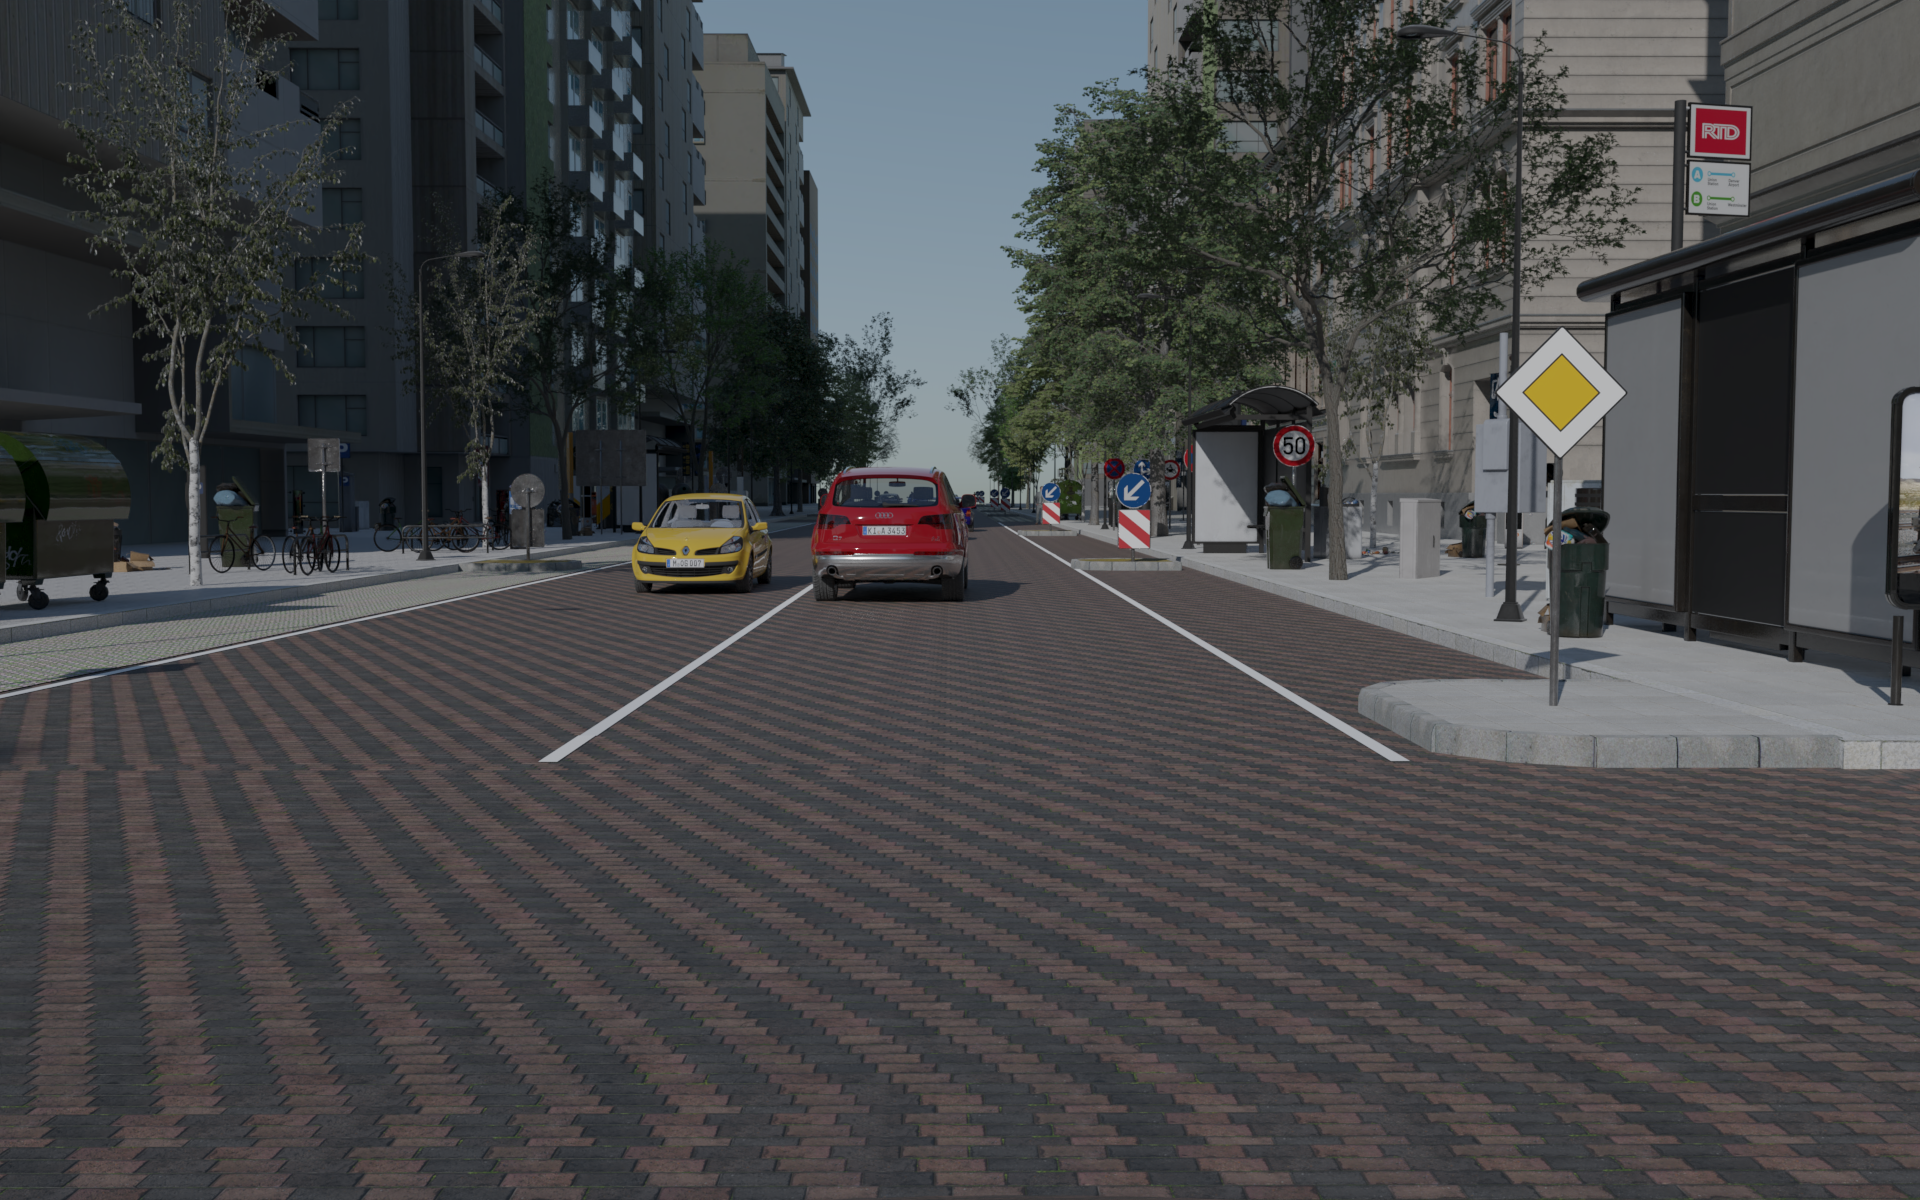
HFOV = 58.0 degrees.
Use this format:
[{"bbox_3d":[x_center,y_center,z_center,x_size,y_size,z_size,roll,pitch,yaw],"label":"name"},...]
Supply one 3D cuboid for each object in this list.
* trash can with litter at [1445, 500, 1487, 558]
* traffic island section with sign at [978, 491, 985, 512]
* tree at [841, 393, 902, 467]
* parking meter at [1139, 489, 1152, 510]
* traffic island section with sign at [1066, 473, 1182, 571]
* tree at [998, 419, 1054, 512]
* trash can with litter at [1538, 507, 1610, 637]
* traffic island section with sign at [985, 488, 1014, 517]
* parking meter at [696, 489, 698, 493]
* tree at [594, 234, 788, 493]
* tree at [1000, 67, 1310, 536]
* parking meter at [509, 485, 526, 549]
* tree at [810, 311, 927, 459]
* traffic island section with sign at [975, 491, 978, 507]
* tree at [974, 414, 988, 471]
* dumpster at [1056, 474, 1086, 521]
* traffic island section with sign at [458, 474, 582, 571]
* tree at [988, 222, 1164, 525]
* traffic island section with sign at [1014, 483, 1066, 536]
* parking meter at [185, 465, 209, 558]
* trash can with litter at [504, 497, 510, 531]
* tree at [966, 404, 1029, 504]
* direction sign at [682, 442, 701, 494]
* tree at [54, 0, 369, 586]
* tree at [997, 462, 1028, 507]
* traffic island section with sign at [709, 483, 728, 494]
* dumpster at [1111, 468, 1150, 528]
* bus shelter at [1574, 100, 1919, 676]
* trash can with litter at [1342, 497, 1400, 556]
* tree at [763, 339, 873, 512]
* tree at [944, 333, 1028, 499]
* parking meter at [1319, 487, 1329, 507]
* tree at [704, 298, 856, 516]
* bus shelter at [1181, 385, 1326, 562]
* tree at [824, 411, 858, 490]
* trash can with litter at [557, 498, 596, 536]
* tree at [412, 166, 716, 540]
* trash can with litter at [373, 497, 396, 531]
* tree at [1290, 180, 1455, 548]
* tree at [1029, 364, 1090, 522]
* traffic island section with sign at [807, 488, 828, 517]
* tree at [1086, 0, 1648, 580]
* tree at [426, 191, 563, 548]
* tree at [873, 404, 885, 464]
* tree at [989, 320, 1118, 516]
[{"bbox_3d":[10.201,-1.446,35.022,0.624,1.170,1.055,-1,4,-21],"label":"trash can with litter"},{"bbox_3d":[2.598,-7.858,137.109,1.989,1.847,2.006,0,4,0],"label":"traffic island section with sign"},{"bbox_3d":[-11.282,-17.978,204.314,12.009,13.543,11.850,0,3,0],"label":"tree"},{"bbox_3d":[5.394,-2.573,50.484,0.372,1.533,0.369,0,3,0],"label":"parking meter"},{"bbox_3d":[3.164,-1.516,33.410,1.989,1.847,2.006,0,4,0],"label":"traffic island section with sign"},{"bbox_3d":[5.675,-11.986,146.331,4.737,8.622,4.395,0,3,0],"label":"tree"},{"bbox_3d":[5.510,-0.270,15.796,0.624,1.170,1.055,0,4,3],"label":"trash can with litter"},{"bbox_3d":[2.744,-6.205,110.071,1.989,1.847,2.006,0,4,0],"label":"traffic island section with sign"},{"bbox_3d":[-12.259,-4.477,81.618,0.372,1.533,0.369,0,3,0],"label":"parking meter"},{"bbox_3d":[-10.770,-8.869,70.771,9.928,11.665,9.643,0,3,0],"label":"tree"},{"bbox_3d":[6.108,-8.910,52.337,9.857,13.997,8.962,0,3,0],"label":"tree"},{"bbox_3d":[-10.302,-1.952,40.327,0.372,1.533,0.369,0,3,0],"label":"parking meter"},{"bbox_3d":[-9.821,-19.747,178.745,12.611,20.169,13.585,0,3,0],"label":"tree"},{"bbox_3d":[2.298,-11.239,192.386,1.989,1.847,2.006,0,4,0],"label":"traffic island section with sign"},{"bbox_3d":[5.274,-16.349,185.437,7.486,12.596,7.792,0,3,0],"label":"tree"},{"bbox_3d":[5.291,-4.979,83.900,1.502,2.255,1.985,0,4,0],"label":"dumpster"},{"bbox_3d":[-8.253,-1.477,32.781,1.989,1.847,2.006,0,4,0],"label":"traffic island section with sign"},{"bbox_3d":[5.411,-9.373,71.367,7.486,12.596,7.792,0,3,0],"label":"tree"},{"bbox_3d":[3.019,-3.164,60.365,1.989,1.847,2.006,0,4,0],"label":"traffic island section with sign"},{"bbox_3d":[-15.211,-1.762,34.513,0.399,1.863,0.255,-1,4,-23],"label":"parking meter"},{"bbox_3d":[-15.404,-3.011,60.616,1.055,1.170,0.624,-1,4,-18],"label":"trash can with litter"},{"bbox_3d":[5.176,-19.510,229.361,12.009,13.543,11.850,0,3,0],"label":"tree"},{"bbox_3d":[-11.644,-5.103,75.438,0.876,3.537,0.379,-1,4,-9],"label":"direction sign"},{"bbox_3d":[-10.586,-4.518,24.234,4.360,8.622,3.978,0,3,0],"label":"tree"},{"bbox_3d":[5.436,-11.575,172.963,4.285,4.588,4.351,0,3,0],"label":"tree"},{"bbox_3d":[-8.401,-3.157,60.246,1.989,1.847,2.006,0,4,0],"label":"traffic island section with sign"},{"bbox_3d":[6.501,-3.816,64.884,1.502,2.255,1.985,0,4,0],"label":"dumpster"},{"bbox_3d":[7.118,-2.310,15.404,2.179,5.291,8.768,0,4,0],"label":"bus shelter"},{"bbox_3d":[8.672,-1.585,36.973,2.233,1.210,1.678,-2,4,-32],"label":"trash can with litter"},{"bbox_3d":[-11.083,-12.604,124.198,7.486,12.596,7.792,0,3,0],"label":"tree"},{"bbox_3d":[4.330,-21.440,206.436,12.611,20.169,13.585,0,3,0],"label":"tree"},{"bbox_3d":[12.408,-3.088,58.899,0.372,1.533,0.369,0,3,0],"label":"parking meter"},{"bbox_3d":[-10.827,-11.264,101.180,9.611,12.733,9.660,0,3,0],"label":"tree"},{"bbox_3d":[5.815,-2.507,34.913,2.014,3.302,5.546,0,4,0],"label":"bus shelter"},{"bbox_3d":[-10.741,-11.955,145.826,4.360,8.622,3.978,0,3,0],"label":"tree"},{"bbox_3d":[-11.756,-2.550,53.075,0.624,1.170,1.055,3,5,42],"label":"trash can with litter"},{"bbox_3d":[-11.123,-6.997,48.807,8.767,10.594,7.601,-1,4,-14],"label":"tree"},{"bbox_3d":[-20.155,-3.003,60.491,1.055,1.170,0.624,3,5,40],"label":"trash can with litter"},{"bbox_3d":[9.876,-5.563,41.316,4.360,8.622,3.978,0,3,0],"label":"tree"},{"bbox_3d":[5.536,-7.916,79.793,4.360,8.622,3.978,0,3,0],"label":"tree"},{"bbox_3d":[-8.679,-6.212,110.200,1.989,1.847,2.006,0,4,0],"label":"traffic island section with sign"},{"bbox_3d":[5.769,-5.596,25.905,8.767,10.594,7.601,1,4,15],"label":"tree"},{"bbox_3d":[-11.606,-5.559,41.255,4.360,8.622,3.978,0,3,0],"label":"tree"},{"bbox_3d":[-10.523,-14.922,162.093,7.486,12.596,7.792,0,3,0],"label":"tree"},{"bbox_3d":[6.235,-10.616,99.333,9.928,11.665,9.643,0,3,0],"label":"tree"}]
